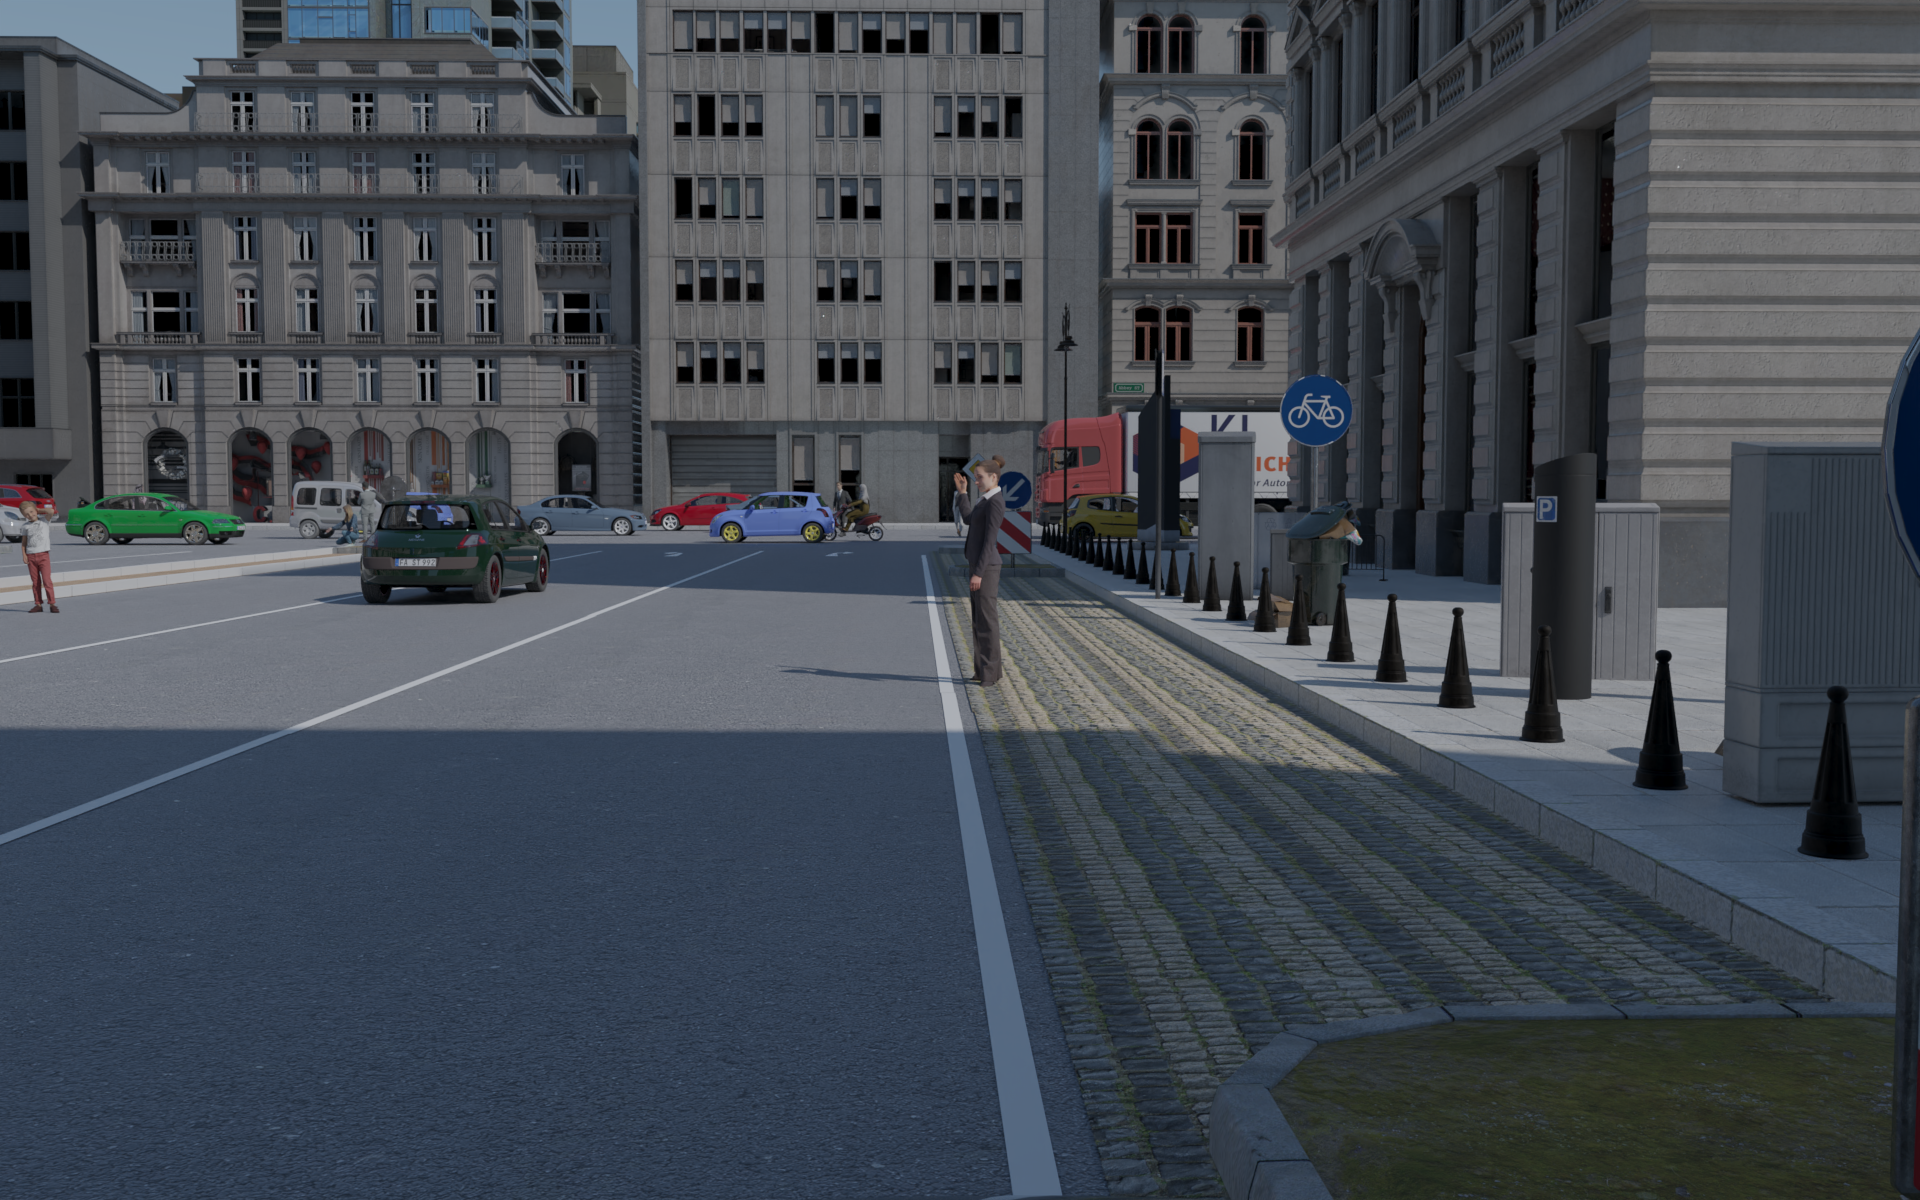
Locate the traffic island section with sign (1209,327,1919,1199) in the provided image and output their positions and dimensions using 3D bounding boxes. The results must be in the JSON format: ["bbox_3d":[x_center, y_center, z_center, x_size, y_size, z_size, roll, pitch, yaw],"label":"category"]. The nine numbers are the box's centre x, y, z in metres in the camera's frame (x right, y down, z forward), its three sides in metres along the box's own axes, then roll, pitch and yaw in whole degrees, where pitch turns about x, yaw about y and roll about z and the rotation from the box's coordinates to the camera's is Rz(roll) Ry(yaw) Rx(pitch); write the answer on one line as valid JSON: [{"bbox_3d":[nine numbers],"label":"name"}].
[{"bbox_3d":[1.545,0.326,3.302,1.989,1.847,2.006,0,4,-2],"label":"traffic island section with sign"}]

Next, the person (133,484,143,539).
[{"bbox_3d":[-26.363,-2.844,55.667,0.621,1.740,0.551,-3,5,-42],"label":"person"}]

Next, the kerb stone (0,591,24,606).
[{"bbox_3d":[-12.404,-0.023,22.611,0.120,0.150,1.000,0,4,-2],"label":"kerb stone"}]

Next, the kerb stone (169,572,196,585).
[{"bbox_3d":[-12.551,-0.338,27.752,0.120,0.150,1.000,0,4,-2],"label":"kerb stone"}]

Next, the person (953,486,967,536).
[{"bbox_3d":[-0.002,-3.092,58.928,0.514,1.842,0.818,0,4,6],"label":"person"}]

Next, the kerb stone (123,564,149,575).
[{"bbox_3d":[-14.733,-0.521,30.774,0.120,0.150,1.000,0,4,-2],"label":"kerb stone"}]

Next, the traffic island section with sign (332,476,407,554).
[{"bbox_3d":[-13.990,-2.086,42.242,2.006,1.907,1.989,0,4,-2],"label":"traffic island section with sign"}]

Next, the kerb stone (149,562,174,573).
[{"bbox_3d":[-14.759,-0.587,31.800,0.120,0.150,1.000,0,4,-2],"label":"kerb stone"}]

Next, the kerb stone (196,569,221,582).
[{"bbox_3d":[-12.580,-0.403,28.777,0.120,0.150,1.000,0,4,-2],"label":"kerb stone"}]

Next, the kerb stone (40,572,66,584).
[{"bbox_3d":[-14.649,-0.336,27.690,0.120,0.150,1.000,0,4,-2],"label":"kerb stone"}]

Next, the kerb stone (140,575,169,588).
[{"bbox_3d":[-12.526,-0.275,26.726,0.120,0.150,1.000,0,4,-2],"label":"kerb stone"}]

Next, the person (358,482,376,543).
[{"bbox_3d":[-17.545,-2.599,51.170,0.466,1.800,0.511,2,4,29],"label":"person"}]

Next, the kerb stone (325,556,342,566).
[{"bbox_3d":[-12.745,-0.780,34.954,0.120,0.150,1.000,0,4,-2],"label":"kerb stone"}]

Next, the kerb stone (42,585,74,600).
[{"bbox_3d":[-12.434,-0.088,23.637,0.120,0.150,1.000,0,4,-2],"label":"kerb stone"}]

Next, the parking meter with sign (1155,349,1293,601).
[{"bbox_3d":[3.235,-1.510,20.952,1.738,3.016,0.543,1,4,9],"label":"parking meter with sign"}]

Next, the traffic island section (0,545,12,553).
[{"bbox_3d":[-24.314,-1.189,41.727,2.009,0.180,2.903,0,4,-2],"label":"traffic island section"}]

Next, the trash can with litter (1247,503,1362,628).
[{"bbox_3d":[3.343,-0.333,16.840,1.055,1.170,0.624,-2,4,-35],"label":"trash can with litter"}]

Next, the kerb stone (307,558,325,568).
[{"bbox_3d":[-12.717,-0.717,33.919,0.120,0.150,1.000,0,4,-2],"label":"kerb stone"}]

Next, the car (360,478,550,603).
[{"bbox_3d":[-6.944,-0.877,24.125,2.009,1.686,4.222,0,4,0],"label":"car"}]

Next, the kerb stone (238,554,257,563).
[{"bbox_3d":[-14.880,-0.839,35.906,0.120,0.150,1.000,0,4,-2],"label":"kerb stone"}]

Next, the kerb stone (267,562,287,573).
[{"bbox_3d":[-12.664,-0.591,31.854,0.120,0.150,1.000,0,4,-2],"label":"kerb stone"}]

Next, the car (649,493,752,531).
[{"bbox_3d":[-9.884,-3.583,67.625,4.494,1.783,2.155,0,4,0],"label":"car"}]

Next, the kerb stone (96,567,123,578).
[{"bbox_3d":[-14.703,-0.453,29.745,0.120,0.150,1.000,0,4,-2],"label":"kerb stone"}]

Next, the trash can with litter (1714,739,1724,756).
[{"bbox_3d":[4.065,0.216,7.855,1.055,1.170,0.624,0,4,1],"label":"trash can with litter"}]

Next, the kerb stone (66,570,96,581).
[{"bbox_3d":[-14.668,-0.398,28.715,0.120,0.150,1.000,0,4,-2],"label":"kerb stone"}]

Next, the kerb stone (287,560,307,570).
[{"bbox_3d":[-12.691,-0.650,32.886,0.120,0.150,1.000,0,4,-2],"label":"kerb stone"}]

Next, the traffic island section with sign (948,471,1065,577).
[{"bbox_3d":[0.789,-1.342,30.565,1.989,1.847,2.006,0,4,-2],"label":"traffic island section with sign"}]

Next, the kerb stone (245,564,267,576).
[{"bbox_3d":[-12.629,-0.526,30.829,0.120,0.150,1.000,0,4,-2],"label":"kerb stone"}]

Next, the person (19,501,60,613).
[{"bbox_3d":[-11.107,-0.520,20.904,0.435,1.345,0.340,-1,4,-17],"label":"person"}]

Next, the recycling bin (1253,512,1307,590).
[{"bbox_3d":[4.223,-0.669,23.494,0.722,1.027,0.722,3,5,39],"label":"recycling bin"}]

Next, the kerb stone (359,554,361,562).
[{"bbox_3d":[-12.801,-0.906,37.008,0.120,0.150,1.000,0,4,-2],"label":"kerb stone"}]

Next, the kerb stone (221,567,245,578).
[{"bbox_3d":[-12.608,-0.463,29.803,0.120,0.150,1.000,0,4,-2],"label":"kerb stone"}]

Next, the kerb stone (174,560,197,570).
[{"bbox_3d":[-14.789,-0.650,32.830,0.120,0.150,1.000,0,4,-2],"label":"kerb stone"}]

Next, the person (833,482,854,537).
[{"bbox_3d":[-3.985,-3.041,57.991,0.659,1.850,0.755,2,4,27],"label":"person"}]

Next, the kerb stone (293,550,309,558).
[{"bbox_3d":[-14.953,-1.027,38.994,0.120,0.150,1.000,0,4,-2],"label":"kerb stone"}]

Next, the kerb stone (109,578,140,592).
[{"bbox_3d":[-12.491,-0.214,25.699,0.120,0.150,1.000,0,4,-2],"label":"kerb stone"}]

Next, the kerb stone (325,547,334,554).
[{"bbox_3d":[-15.014,-1.152,41.052,0.120,0.150,1.000,0,4,-2],"label":"kerb stone"}]

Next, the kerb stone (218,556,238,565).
[{"bbox_3d":[-14.847,-0.774,34.881,0.120,0.150,1.000,0,4,-2],"label":"kerb stone"}]

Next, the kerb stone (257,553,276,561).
[{"bbox_3d":[-14.897,-0.901,36.932,0.120,0.150,1.000,0,4,-2],"label":"kerb stone"}]

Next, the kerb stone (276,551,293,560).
[{"bbox_3d":[-14.922,-0.961,37.968,0.120,0.150,1.000,0,4,-2],"label":"kerb stone"}]

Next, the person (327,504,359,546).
[{"bbox_3d":[-16.525,-2.001,46.708,1.012,1.151,0.738,3,5,44],"label":"person"}]

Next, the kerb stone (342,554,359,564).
[{"bbox_3d":[-12.771,-0.843,35.983,0.120,0.150,1.000,0,4,-2],"label":"kerb stone"}]

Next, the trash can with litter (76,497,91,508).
[{"bbox_3d":[-36.604,-3.765,72.947,1.055,1.170,0.624,-2,4,-30],"label":"trash can with litter"}]

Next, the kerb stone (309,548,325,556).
[{"bbox_3d":[-14.973,-1.085,40.021,0.120,0.150,1.000,0,4,-2],"label":"kerb stone"}]

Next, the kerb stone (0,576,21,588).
[{"bbox_3d":[-14.622,-0.273,26.664,0.120,0.150,1.000,0,4,-2],"label":"kerb stone"}]

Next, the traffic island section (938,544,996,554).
[{"bbox_3d":[0.468,-1.230,42.395,2.009,0.180,2.903,0,4,-2],"label":"traffic island section"}]

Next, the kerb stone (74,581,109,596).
[{"bbox_3d":[-12.458,-0.152,24.673,0.120,0.150,1.000,0,4,-2],"label":"kerb stone"}]

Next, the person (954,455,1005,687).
[{"bbox_3d":[0.092,-0.235,13.141,0.445,1.727,0.742,-3,5,-39],"label":"person"}]

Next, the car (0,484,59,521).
[{"bbox_3d":[-37.875,-3.577,67.150,5.304,1.827,2.281,0,3,0],"label":"car"}]

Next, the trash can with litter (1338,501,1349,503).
[{"bbox_3d":[5.702,-0.967,27.199,1.055,1.170,0.624,-1,4,-18],"label":"trash can with litter"}]

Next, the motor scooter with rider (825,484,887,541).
[{"bbox_3d":[-3.226,-2.686,52.887,1.986,1.779,0.876,0,4,-3],"label":"motor scooter with rider"}]

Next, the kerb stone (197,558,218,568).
[{"bbox_3d":[-14.812,-0.710,33.856,0.120,0.150,1.000,0,4,-2],"label":"kerb stone"}]
